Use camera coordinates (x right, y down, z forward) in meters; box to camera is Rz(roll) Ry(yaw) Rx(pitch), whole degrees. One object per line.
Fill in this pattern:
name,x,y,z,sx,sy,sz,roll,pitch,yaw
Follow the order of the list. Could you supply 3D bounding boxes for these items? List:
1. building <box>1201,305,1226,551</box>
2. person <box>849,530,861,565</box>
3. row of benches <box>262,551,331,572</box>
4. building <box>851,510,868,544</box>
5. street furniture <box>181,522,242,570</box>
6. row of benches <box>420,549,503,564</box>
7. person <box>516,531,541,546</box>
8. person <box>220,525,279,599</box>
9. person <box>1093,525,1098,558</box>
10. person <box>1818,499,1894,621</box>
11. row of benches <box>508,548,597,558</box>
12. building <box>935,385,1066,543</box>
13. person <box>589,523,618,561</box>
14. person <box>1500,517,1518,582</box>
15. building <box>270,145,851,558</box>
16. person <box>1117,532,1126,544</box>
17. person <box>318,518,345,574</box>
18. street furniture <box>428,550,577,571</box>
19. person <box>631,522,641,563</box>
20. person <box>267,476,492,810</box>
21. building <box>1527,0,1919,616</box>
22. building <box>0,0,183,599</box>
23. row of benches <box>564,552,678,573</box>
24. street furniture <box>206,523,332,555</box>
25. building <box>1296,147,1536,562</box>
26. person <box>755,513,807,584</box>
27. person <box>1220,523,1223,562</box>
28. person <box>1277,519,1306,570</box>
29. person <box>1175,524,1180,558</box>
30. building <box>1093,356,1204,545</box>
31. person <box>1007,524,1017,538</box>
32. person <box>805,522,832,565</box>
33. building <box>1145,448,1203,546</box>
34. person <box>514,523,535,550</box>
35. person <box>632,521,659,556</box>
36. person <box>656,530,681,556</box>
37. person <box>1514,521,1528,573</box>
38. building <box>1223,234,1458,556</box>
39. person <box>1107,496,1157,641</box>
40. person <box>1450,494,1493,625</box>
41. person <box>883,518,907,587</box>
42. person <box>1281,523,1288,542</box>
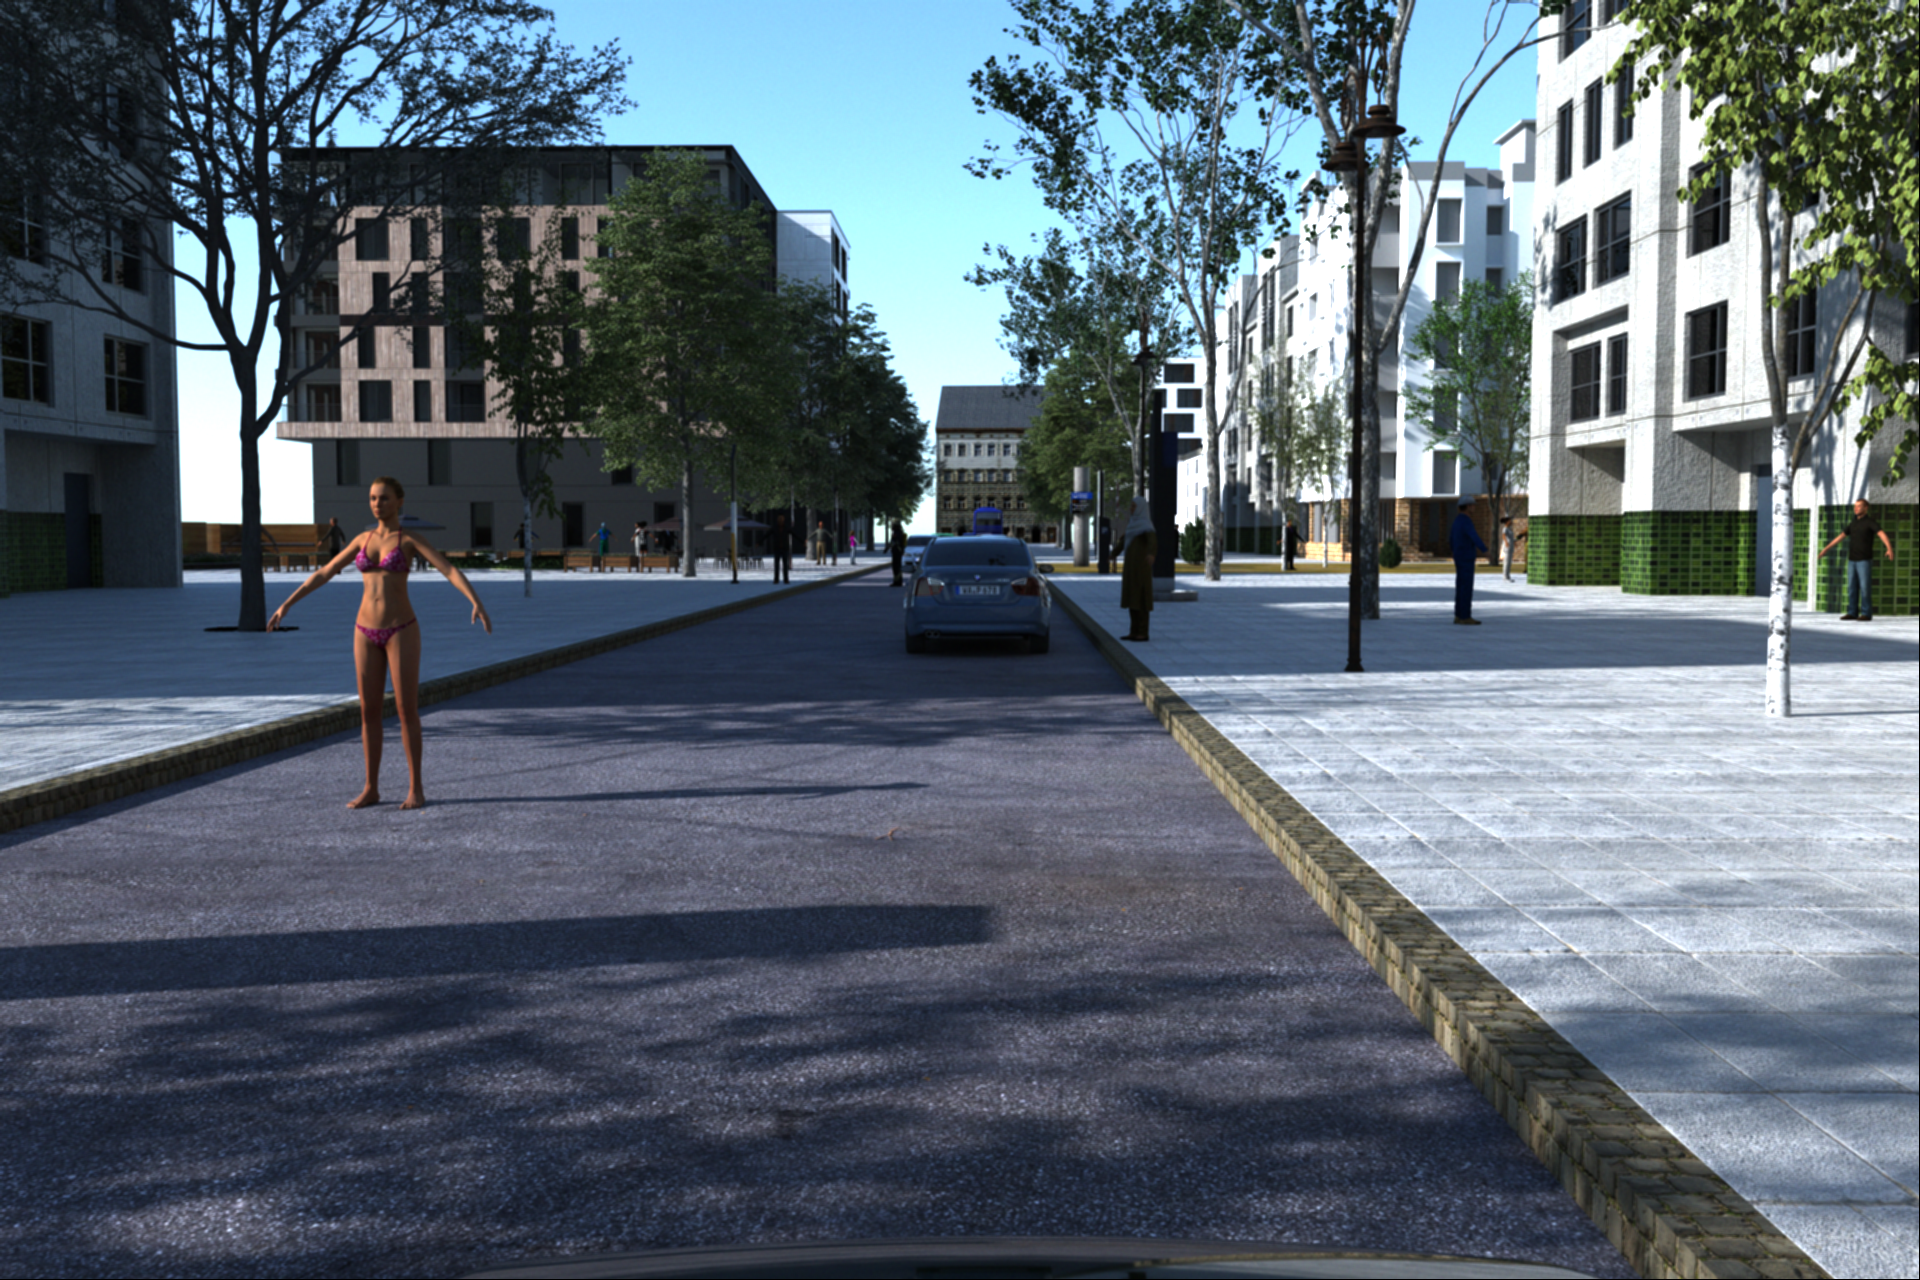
building,24.781,-17.348,140.066,16.016,20.090,11.380,0,4,1
person,-4.388,-3.843,72.093,0.599,1.433,0.991,-2,4,-30
row of benches,-23.028,-2.711,59.790,1.422,0.672,4.104,1,4,19
building,-21.350,-21.653,220.485,16.747,18.905,31.486,0,4,2
street furniture,-29.513,-3.481,63.762,9.812,1.723,11.010,1,4,16
row of benches,-20.937,-3.488,72.491,4.104,0.672,1.422,2,4,26
person,-21.582,-4.902,86.614,1.216,1.772,0.721,0,4,-8
person,-12.737,-1.486,31.100,1.217,1.737,0.721,1,4,16
person,7.336,-5.231,91.488,0.705,1.833,1.349,-1,4,-15
person,13.305,-1.188,25.635,0.705,1.803,1.348,-1,4,-18
row of benches,-17.633,-3.654,75.201,4.104,0.672,1.422,1,4,15
building,6.369,-25.717,253.858,18.063,23.208,19.493,0,4,5
person,-16.877,-4.647,82.098,1.347,1.817,0.704,-1,4,-20
person,14.647,-2.402,46.052,0.721,1.739,1.217,2,4,29
building,-22.102,-16.136,107.801,27.936,21.610,32.646,0,4,1
person,6.023,-3.260,59.442,1.346,1.812,0.704,1,4,15
person,-19.942,-2.996,55.160,0.705,1.807,1.348,1,4,15
street furniture,-16.759,-3.071,65.831,5.734,0.657,10.072,0,4,-3
person,-14.368,-4.346,77.246,0.705,1.806,1.347,-2,4,-29
person,-3.019,0.013,9.042,1.217,1.733,0.721,0,4,7
building,22.595,-9.883,28.040,16.747,18.905,31.486,0,4,1
building,-27.470,-9.737,25.660,16.747,18.905,31.486,0,4,1
row of benches,-11.397,-2.588,57.782,4.104,0.672,1.422,1,4,19
street furniture,-30.977,-4.183,75.241,11.010,1.723,9.812,0,4,0
building,23.159,-14.368,91.335,16.016,20.090,11.380,0,4,2
person,-4.618,-2.364,44.715,1.348,1.821,0.705,0,4,-6
person,11.874,-4.484,79.440,0.705,1.813,1.348,0,4,-5
person,11.761,-3.392,61.678,1.346,1.802,0.704,-2,4,-33
person,11.438,-5.213,91.167,0.705,1.837,1.347,-1,4,-12
building,30.376,-22.687,214.911,27.936,21.610,32.646,0,4,1
person,2.086,-3.655,68.338,0.705,1.813,1.348,-2,4,-24
person,-5.773,-4.024,72.060,1.348,1.796,0.705,1,4,12
building,24.468,-14.757,183.425,9.099,9.664,28.070,0,4,1
person,-21.265,-4.779,84.321,1.347,1.806,0.705,2,4,31
person,-13.341,-4.101,73.191,1.345,1.843,0.704,2,4,25
person,-11.882,-3.898,70.453,0.721,1.740,1.216,3,5,45
person,18.610,-3.101,56.462,1.354,1.858,0.705,0,4,-6
building,27.386,-14.943,110.775,16.747,18.905,31.486,0,4,1
person,2.064,-0.858,20.798,0.721,1.736,1.217,-1,4,-19
person,7.223,-1.149,24.664,0.705,1.842,1.347,0,4,-5
person,-1.745,-2.395,47.394,0.705,1.856,1.354,1,4,19
person,15.080,-4.513,79.636,0.705,1.847,1.347,2,4,30
